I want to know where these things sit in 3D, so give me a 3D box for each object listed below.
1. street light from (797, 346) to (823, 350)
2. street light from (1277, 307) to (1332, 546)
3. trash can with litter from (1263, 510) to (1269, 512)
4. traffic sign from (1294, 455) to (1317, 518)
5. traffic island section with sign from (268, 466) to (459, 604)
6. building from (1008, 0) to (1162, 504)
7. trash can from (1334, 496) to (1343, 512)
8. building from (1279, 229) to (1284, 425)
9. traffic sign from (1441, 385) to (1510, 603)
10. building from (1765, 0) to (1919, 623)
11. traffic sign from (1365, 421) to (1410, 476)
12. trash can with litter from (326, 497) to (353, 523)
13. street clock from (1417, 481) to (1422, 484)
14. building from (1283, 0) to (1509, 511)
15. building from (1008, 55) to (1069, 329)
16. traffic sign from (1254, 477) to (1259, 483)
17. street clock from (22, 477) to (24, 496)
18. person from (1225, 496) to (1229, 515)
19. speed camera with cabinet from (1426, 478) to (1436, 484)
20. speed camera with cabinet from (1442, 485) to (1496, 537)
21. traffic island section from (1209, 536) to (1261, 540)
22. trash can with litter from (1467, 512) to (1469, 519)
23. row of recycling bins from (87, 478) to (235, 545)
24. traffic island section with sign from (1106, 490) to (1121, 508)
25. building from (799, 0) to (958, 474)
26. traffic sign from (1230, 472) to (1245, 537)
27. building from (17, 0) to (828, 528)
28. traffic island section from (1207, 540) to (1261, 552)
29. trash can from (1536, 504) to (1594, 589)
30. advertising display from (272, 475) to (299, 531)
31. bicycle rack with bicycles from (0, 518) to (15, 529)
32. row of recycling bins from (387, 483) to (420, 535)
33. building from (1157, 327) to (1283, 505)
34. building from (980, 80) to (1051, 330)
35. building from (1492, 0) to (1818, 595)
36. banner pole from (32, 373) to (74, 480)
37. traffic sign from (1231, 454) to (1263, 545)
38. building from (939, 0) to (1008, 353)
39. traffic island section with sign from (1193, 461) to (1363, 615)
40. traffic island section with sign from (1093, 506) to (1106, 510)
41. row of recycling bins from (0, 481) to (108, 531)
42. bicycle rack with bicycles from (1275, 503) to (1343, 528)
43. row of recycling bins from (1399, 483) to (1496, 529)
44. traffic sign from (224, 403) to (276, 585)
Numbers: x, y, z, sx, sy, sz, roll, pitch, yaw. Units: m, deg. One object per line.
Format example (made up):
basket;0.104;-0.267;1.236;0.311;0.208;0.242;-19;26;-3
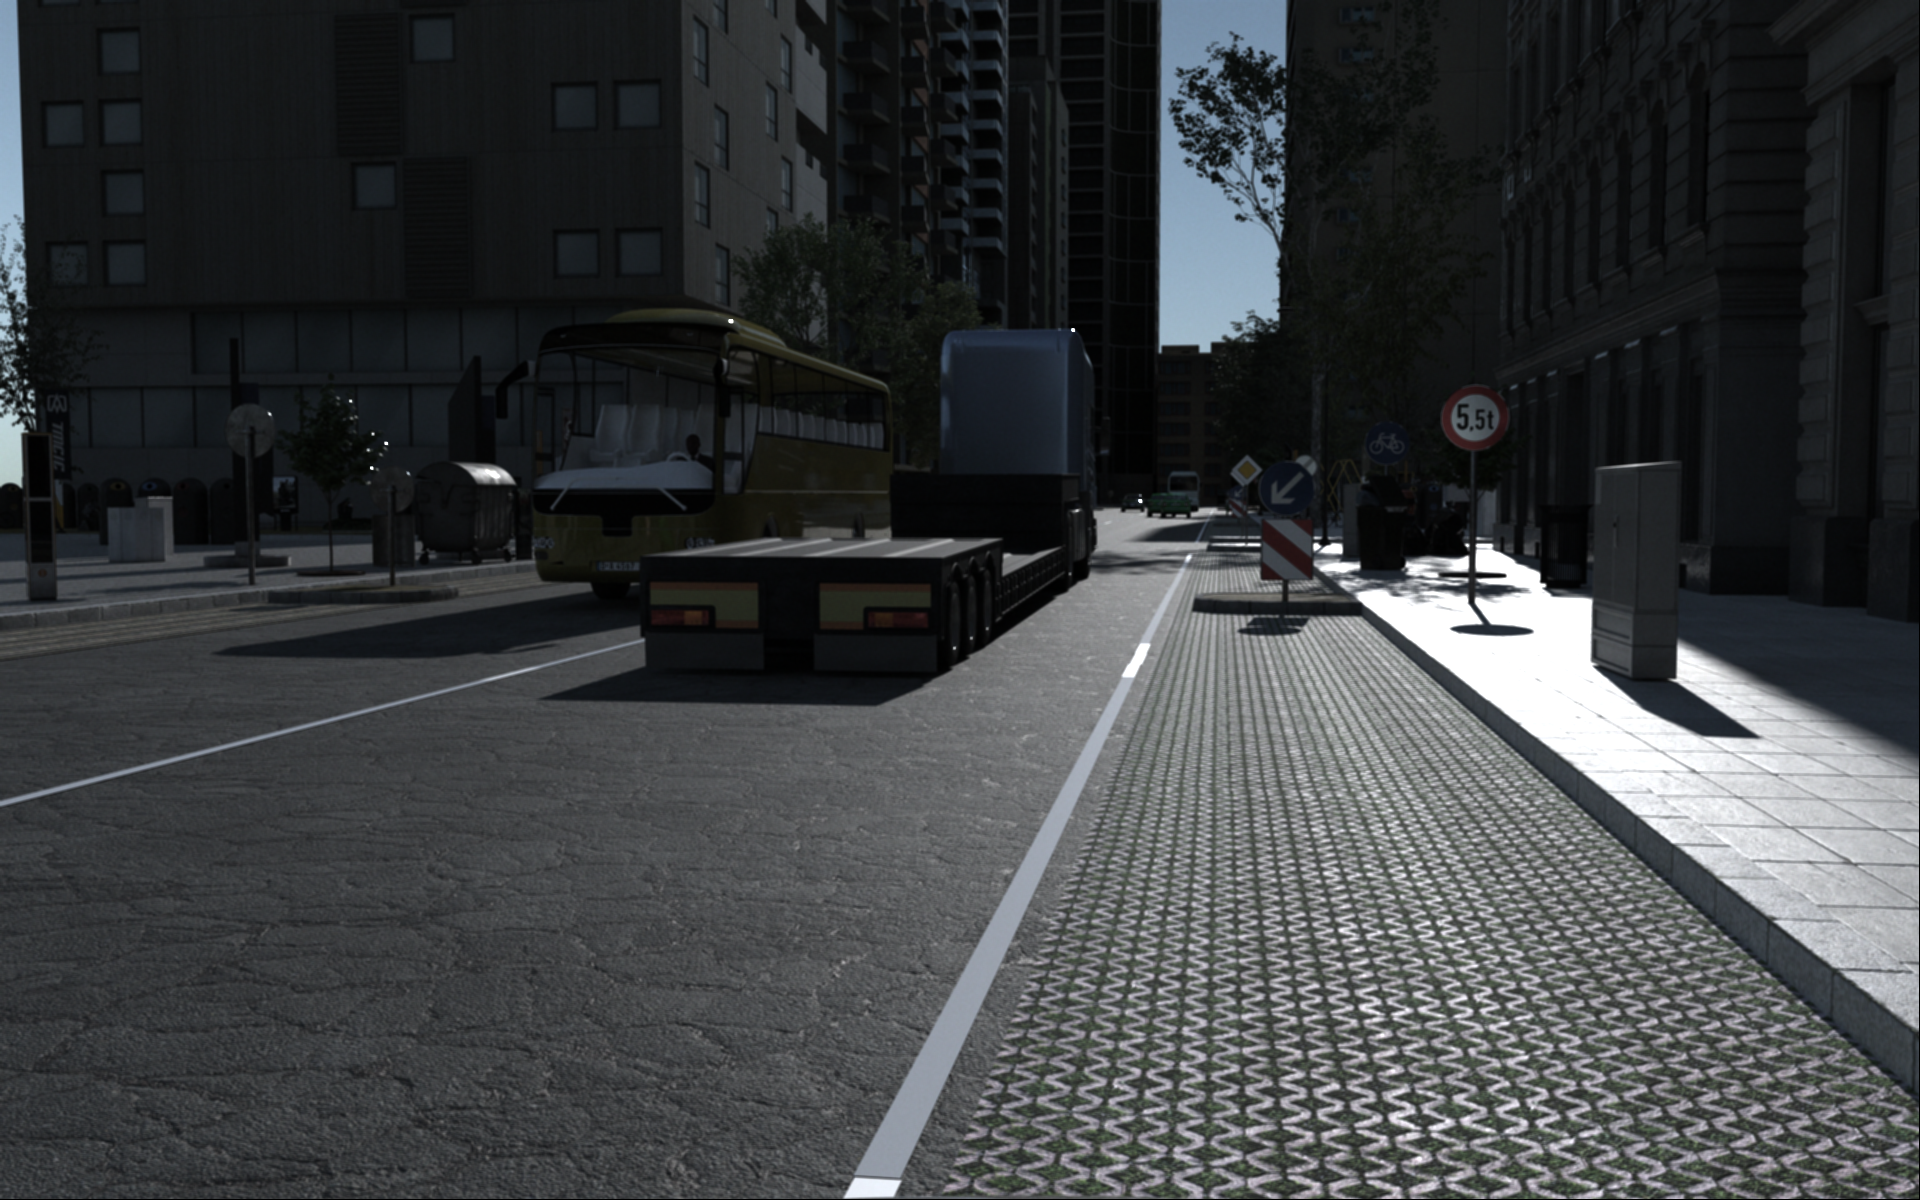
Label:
street light;-4.981;-5.006;54.386;1.470;5.913;1.316;1;4;9
street light;8.580;-4.320;43.170;1.470;5.913;1.316;1;4;9
trash can with litter;22.464;-6.987;125.626;1.055;1.170;0.624;1;4;13
traffic sign;11.238;-3.448;56.473;0.768;2.556;0.104;1;4;13
traffic island section with sign;-7.944;-0.908;23.471;1.989;1.847;2.006;1;4;9
building;15.073;-47.991;222.901;20.611;71.187;20.563;1;4;9
trash can;27.363;-6.933;125.002;0.748;1.137;0.748;0;3;0
building;41.846;-25.519;188.941;14.160;30.474;14.107;1;4;9
traffic sign;6.012;-1.234;20.274;0.768;2.556;0.104;1;4;13
building;13.334;-11.097;10.318;11.050;23.489;19.941;1;4;9
traffic sign;7.490;-1.854;30.424;0.768;2.556;0.104;1;4;18
trash can with litter;-22.907;-3.205;63.796;1.055;1.170;0.624;-1;4;-23
street clock;25.826;-5.677;97.394;0.358;2.002;0.471;0;4;4
building;37.701;-31.678;141.645;21.300;48.544;21.600;1;4;9
building;0.476;-34.667;190.503;21.600;48.544;21.300;1;4;9
traffic sign;19.487;-6.882;112.628;0.768;2.556;0.104;1;4;18
street clock;-39.109;-4.155;72.510;0.358;2.002;0.471;-2;4;-30
person;17.418;-6.123;112.862;0.306;1.304;0.590;2;4;25
speed camera with cabinet;34.061;-7.867;122.962;2.038;3.252;0.660;-2;4;-26
speed camera with cabinet;15.651;-3.542;52.249;2.038;3.252;0.660;0;4;-1
traffic island section;8.447;-1.796;51.650;2.009;0.180;2.903;1;4;9
trash can with litter;27.598;-4.841;90.202;2.233;1.210;1.678;1;4;14
row of recycling bins;-20.059;-2.259;44.050;3.534;1.692;1.069;0;4;-5
traffic island section with sign;15.759;-10.526;180.721;1.989;1.847;2.006;1;4;9
building;-12.178;-28.044;113.136;22.147;44.769;28.867;1;4;9
traffic sign;8.423;-2.932;51.577;0.795;2.450;0.064;1;4;9
building;-21.524;-29.880;77.776;28.713;52.752;27.495;1;4;9
traffic island section;7.257;-1.313;43.754;2.009;0.180;2.903;1;4;9
trash can;8.257;-0.735;23.677;0.748;1.137;0.748;0;3;0
advertising display;-23.430;-3.360;60.143;0.974;1.923;0.123;1;4;15
bicycle rack with bicycles;-35.981;-2.991;62.285;2.925;0.926;2.852;0;4;-7
row of recycling bins;-16.494;-2.924;54.912;3.534;1.692;1.069;0;4;8
building;40.602;-23.193;224.241;28.899;21.520;27.650;1;4;9
building;1.035;-29.583;167.281;14.154;41.232;14.086;1;4;9
building;15.500;-11.032;29.518;9.793;20.994;18.267;1;4;9
banner pole;-18.980;-2.822;36.155;0.863;3.779;0.401;-3;5;-41
traffic sign;7.233;-2.449;43.681;0.795;2.450;0.064;1;4;9
building;-6.609;-50.864;144.292;22.319;86.520;31.000;1;4;9
traffic island section with sign;3.905;-0.784;21.441;1.989;1.847;2.006;1;4;9
traffic island section with sign;11.742;-8.895;154.065;1.989;1.847;2.006;1;4;9
row of recycling bins;-34.184;-3.545;65.066;3.534;1.692;1.069;-1;4;-11
bicycle rack with bicycles;13.528;-3.268;66.810;2.925;0.926;2.852;-1;4;-11
row of recycling bins;17.669;-3.438;63.326;3.534;1.692;1.069;0;4;4
traffic sign;-9.974;-1.481;24.326;0.768;2.556;0.104;1;4;9
